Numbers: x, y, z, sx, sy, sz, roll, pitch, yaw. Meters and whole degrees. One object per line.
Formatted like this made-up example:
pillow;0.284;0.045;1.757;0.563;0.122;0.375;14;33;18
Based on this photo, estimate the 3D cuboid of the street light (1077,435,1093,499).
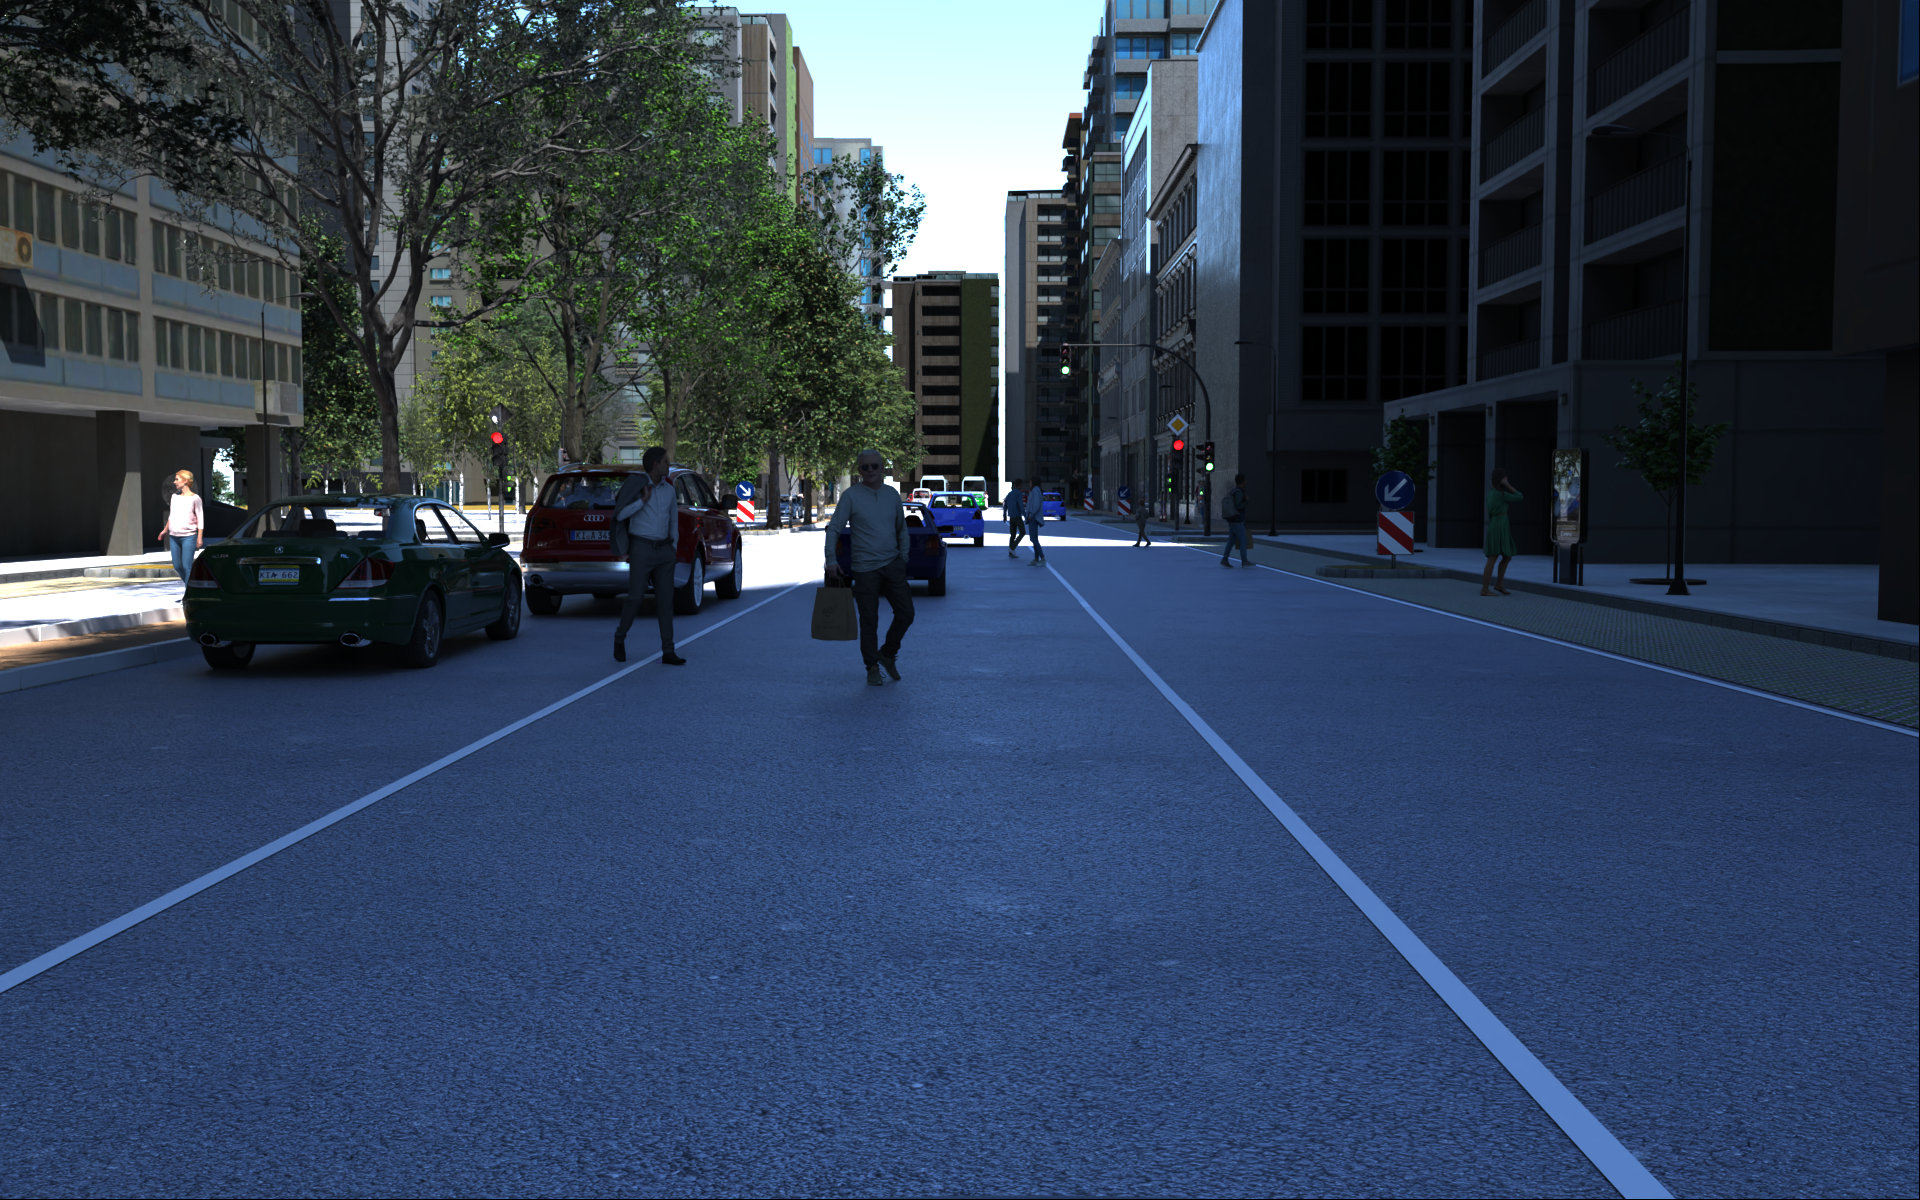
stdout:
street light;9.859;-9.976;135.647;1.470;5.913;1.316;0;4;1

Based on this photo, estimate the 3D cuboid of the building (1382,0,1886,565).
building;21.437;-36.440;34.039;20.563;71.187;20.611;0;4;1

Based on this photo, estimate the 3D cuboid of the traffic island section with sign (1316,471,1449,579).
traffic island section with sign;7.275;-1.314;30.116;1.989;1.847;2.006;0;4;1

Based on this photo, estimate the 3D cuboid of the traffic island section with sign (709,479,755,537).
traffic island section with sign;-7.496;-2.748;53.061;2.006;1.907;1.989;0;4;1

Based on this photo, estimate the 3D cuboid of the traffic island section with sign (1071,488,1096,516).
traffic island section with sign;8.217;-6.353;112.500;1.989;1.847;2.006;0;4;1

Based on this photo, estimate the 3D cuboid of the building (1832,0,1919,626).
building;15.838;-21.983;9.533;14.600;45.320;14.200;0;4;1

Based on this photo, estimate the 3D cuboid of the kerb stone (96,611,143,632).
kerb stone;-8.957;0.242;18.290;0.120;0.150;1.000;0;4;1

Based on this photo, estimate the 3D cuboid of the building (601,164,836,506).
building;-26.547;-30.807;195.582;23.993;40.220;32.217;0;4;1

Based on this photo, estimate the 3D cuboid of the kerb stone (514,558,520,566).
kerb stone;-8.761;-0.766;34.716;0.120;0.150;1.000;0;4;1

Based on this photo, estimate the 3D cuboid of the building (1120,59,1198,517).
building;16.500;-17.521;104.486;12.078;24.808;19.932;0;4;1

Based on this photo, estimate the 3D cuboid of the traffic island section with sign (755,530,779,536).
traffic island section with sign;-7.401;-3.201;60.467;2.006;1.907;1.989;0;4;1

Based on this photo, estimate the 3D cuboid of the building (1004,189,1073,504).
building;12.846;-33.170;225.926;14.086;41.232;14.154;0;4;1

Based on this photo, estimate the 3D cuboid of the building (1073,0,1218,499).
building;23.295;-33.478;166.969;23.786;49.044;30.456;0;4;1

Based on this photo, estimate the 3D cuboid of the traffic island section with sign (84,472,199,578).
traffic island section with sign;-13.937;-1.333;30.429;1.989;1.847;2.006;0;4;1

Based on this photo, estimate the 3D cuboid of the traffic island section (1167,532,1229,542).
traffic island section;7.525;-1.857;52.651;2.009;0.180;2.903;0;4;1

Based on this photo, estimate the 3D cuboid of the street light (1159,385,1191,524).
street light;9.174;-6.192;73.784;1.470;5.913;1.316;0;4;1

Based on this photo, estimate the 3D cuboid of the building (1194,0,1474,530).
building;24.902;-15.136;66.541;30.058;24.678;14.314;0;4;1

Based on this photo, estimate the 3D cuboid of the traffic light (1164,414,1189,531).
traffic light;7.577;-4.379;60.522;0.839;4.253;0.868;0;4;1

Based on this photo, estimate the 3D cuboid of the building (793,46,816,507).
building;-21.931;-31.871;171.197;14.600;45.320;14.200;0;4;1

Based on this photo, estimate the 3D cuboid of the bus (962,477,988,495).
bus;1.625;-11.987;190.851;2.948;3.499;13.247;0;4;1

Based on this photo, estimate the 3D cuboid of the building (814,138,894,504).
building;-24.045;-37.392;230.973;30.456;49.044;23.786;0;4;1

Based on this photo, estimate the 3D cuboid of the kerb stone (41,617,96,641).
kerb stone;-8.955;0.303;17.265;0.120;0.150;1.000;0;4;1

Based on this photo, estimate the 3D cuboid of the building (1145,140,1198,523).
building;15.134;-13.430;84.215;10.561;19.102;19.286;0;4;1

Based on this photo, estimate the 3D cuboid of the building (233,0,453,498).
building;-70.753;-46.678;201.431;20.611;71.187;20.563;0;4;1

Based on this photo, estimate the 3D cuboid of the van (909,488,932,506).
van;-2.823;-7.539;130.279;2.013;2.044;4.112;0;4;1

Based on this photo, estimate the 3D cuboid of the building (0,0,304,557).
building;-28.361;-21.098;36.840;23.993;40.220;32.217;0;4;1

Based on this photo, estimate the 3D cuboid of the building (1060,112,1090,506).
building;22.770;-33.155;196.713;22.147;44.769;28.867;0;4;1

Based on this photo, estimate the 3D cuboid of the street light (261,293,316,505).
street light;-15.539;-4.130;40.073;1.470;5.913;1.316;0;4;1

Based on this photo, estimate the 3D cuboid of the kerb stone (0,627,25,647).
kerb stone;-8.974;0.364;16.244;0.120;0.150;1.000;0;4;1

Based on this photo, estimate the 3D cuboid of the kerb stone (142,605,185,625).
kerb stone;-8.942;0.176;19.314;0.120;0.150;1.000;0;4;1

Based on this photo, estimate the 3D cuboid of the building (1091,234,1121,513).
building;15.880;-17.676;125.156;11.583;22.565;21.152;0;4;1

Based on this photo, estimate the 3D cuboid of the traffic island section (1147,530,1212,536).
traffic island section;7.617;-2.346;60.635;2.009;0.180;2.903;0;4;1

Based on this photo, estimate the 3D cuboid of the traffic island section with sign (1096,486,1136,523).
traffic island section with sign;7.898;-4.685;85.232;1.989;1.847;2.006;0;4;1

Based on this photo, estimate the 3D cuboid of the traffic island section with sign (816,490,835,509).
traffic island section with sign;-12.431;-9.431;162.819;1.989;1.847;2.006;0;4;1

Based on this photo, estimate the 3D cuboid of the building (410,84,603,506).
building;-49.654;-35.333;201.402;21.600;48.544;21.300;0;4;1

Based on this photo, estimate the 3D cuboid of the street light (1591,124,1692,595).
street light;8.634;-3.021;21.942;1.470;5.913;1.316;0;4;1

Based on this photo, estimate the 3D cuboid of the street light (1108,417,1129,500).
street light;9.579;-8.062;104.349;1.470;5.913;1.316;0;4;1

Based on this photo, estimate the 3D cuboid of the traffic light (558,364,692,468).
traffic light;-11.791;-5.266;60.762;4.771;5.953;1.251;0;4;1

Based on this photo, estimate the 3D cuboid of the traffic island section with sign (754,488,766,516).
traffic island section with sign;-13.008;-6.349;112.437;1.989;1.847;2.006;0;4;1

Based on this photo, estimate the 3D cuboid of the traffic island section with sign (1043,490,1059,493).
traffic island section with sign;8.796;-9.425;162.727;1.989;1.847;2.006;0;4;1

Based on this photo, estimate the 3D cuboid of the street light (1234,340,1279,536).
street light;8.983;-4.891;52.507;1.470;5.913;1.316;0;4;1

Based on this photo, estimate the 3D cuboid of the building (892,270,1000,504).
building;-1.816;-27.839;226.860;14.107;30.474;14.160;0;4;1

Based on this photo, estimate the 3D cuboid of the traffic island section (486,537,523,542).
traffic island section;-14.014;-1.873;52.901;2.009;0.180;2.903;0;4;1

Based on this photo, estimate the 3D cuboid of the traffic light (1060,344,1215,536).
traffic light;5.393;-4.755;52.420;4.771;5.953;1.251;0;4;1

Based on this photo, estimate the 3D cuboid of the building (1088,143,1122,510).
building;17.711;-22.854;145.358;14.160;30.474;14.107;0;4;1

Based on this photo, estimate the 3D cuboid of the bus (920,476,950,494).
bus;-2.636;-11.461;182.251;2.948;3.499;13.247;0;4;1

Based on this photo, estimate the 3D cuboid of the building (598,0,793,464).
building;-21.453;-28.107;143.139;14.154;41.232;14.086;0;4;1

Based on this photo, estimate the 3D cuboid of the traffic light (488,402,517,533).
traffic light;-13.974;-3.905;52.766;0.839;4.253;0.868;0;4;1
